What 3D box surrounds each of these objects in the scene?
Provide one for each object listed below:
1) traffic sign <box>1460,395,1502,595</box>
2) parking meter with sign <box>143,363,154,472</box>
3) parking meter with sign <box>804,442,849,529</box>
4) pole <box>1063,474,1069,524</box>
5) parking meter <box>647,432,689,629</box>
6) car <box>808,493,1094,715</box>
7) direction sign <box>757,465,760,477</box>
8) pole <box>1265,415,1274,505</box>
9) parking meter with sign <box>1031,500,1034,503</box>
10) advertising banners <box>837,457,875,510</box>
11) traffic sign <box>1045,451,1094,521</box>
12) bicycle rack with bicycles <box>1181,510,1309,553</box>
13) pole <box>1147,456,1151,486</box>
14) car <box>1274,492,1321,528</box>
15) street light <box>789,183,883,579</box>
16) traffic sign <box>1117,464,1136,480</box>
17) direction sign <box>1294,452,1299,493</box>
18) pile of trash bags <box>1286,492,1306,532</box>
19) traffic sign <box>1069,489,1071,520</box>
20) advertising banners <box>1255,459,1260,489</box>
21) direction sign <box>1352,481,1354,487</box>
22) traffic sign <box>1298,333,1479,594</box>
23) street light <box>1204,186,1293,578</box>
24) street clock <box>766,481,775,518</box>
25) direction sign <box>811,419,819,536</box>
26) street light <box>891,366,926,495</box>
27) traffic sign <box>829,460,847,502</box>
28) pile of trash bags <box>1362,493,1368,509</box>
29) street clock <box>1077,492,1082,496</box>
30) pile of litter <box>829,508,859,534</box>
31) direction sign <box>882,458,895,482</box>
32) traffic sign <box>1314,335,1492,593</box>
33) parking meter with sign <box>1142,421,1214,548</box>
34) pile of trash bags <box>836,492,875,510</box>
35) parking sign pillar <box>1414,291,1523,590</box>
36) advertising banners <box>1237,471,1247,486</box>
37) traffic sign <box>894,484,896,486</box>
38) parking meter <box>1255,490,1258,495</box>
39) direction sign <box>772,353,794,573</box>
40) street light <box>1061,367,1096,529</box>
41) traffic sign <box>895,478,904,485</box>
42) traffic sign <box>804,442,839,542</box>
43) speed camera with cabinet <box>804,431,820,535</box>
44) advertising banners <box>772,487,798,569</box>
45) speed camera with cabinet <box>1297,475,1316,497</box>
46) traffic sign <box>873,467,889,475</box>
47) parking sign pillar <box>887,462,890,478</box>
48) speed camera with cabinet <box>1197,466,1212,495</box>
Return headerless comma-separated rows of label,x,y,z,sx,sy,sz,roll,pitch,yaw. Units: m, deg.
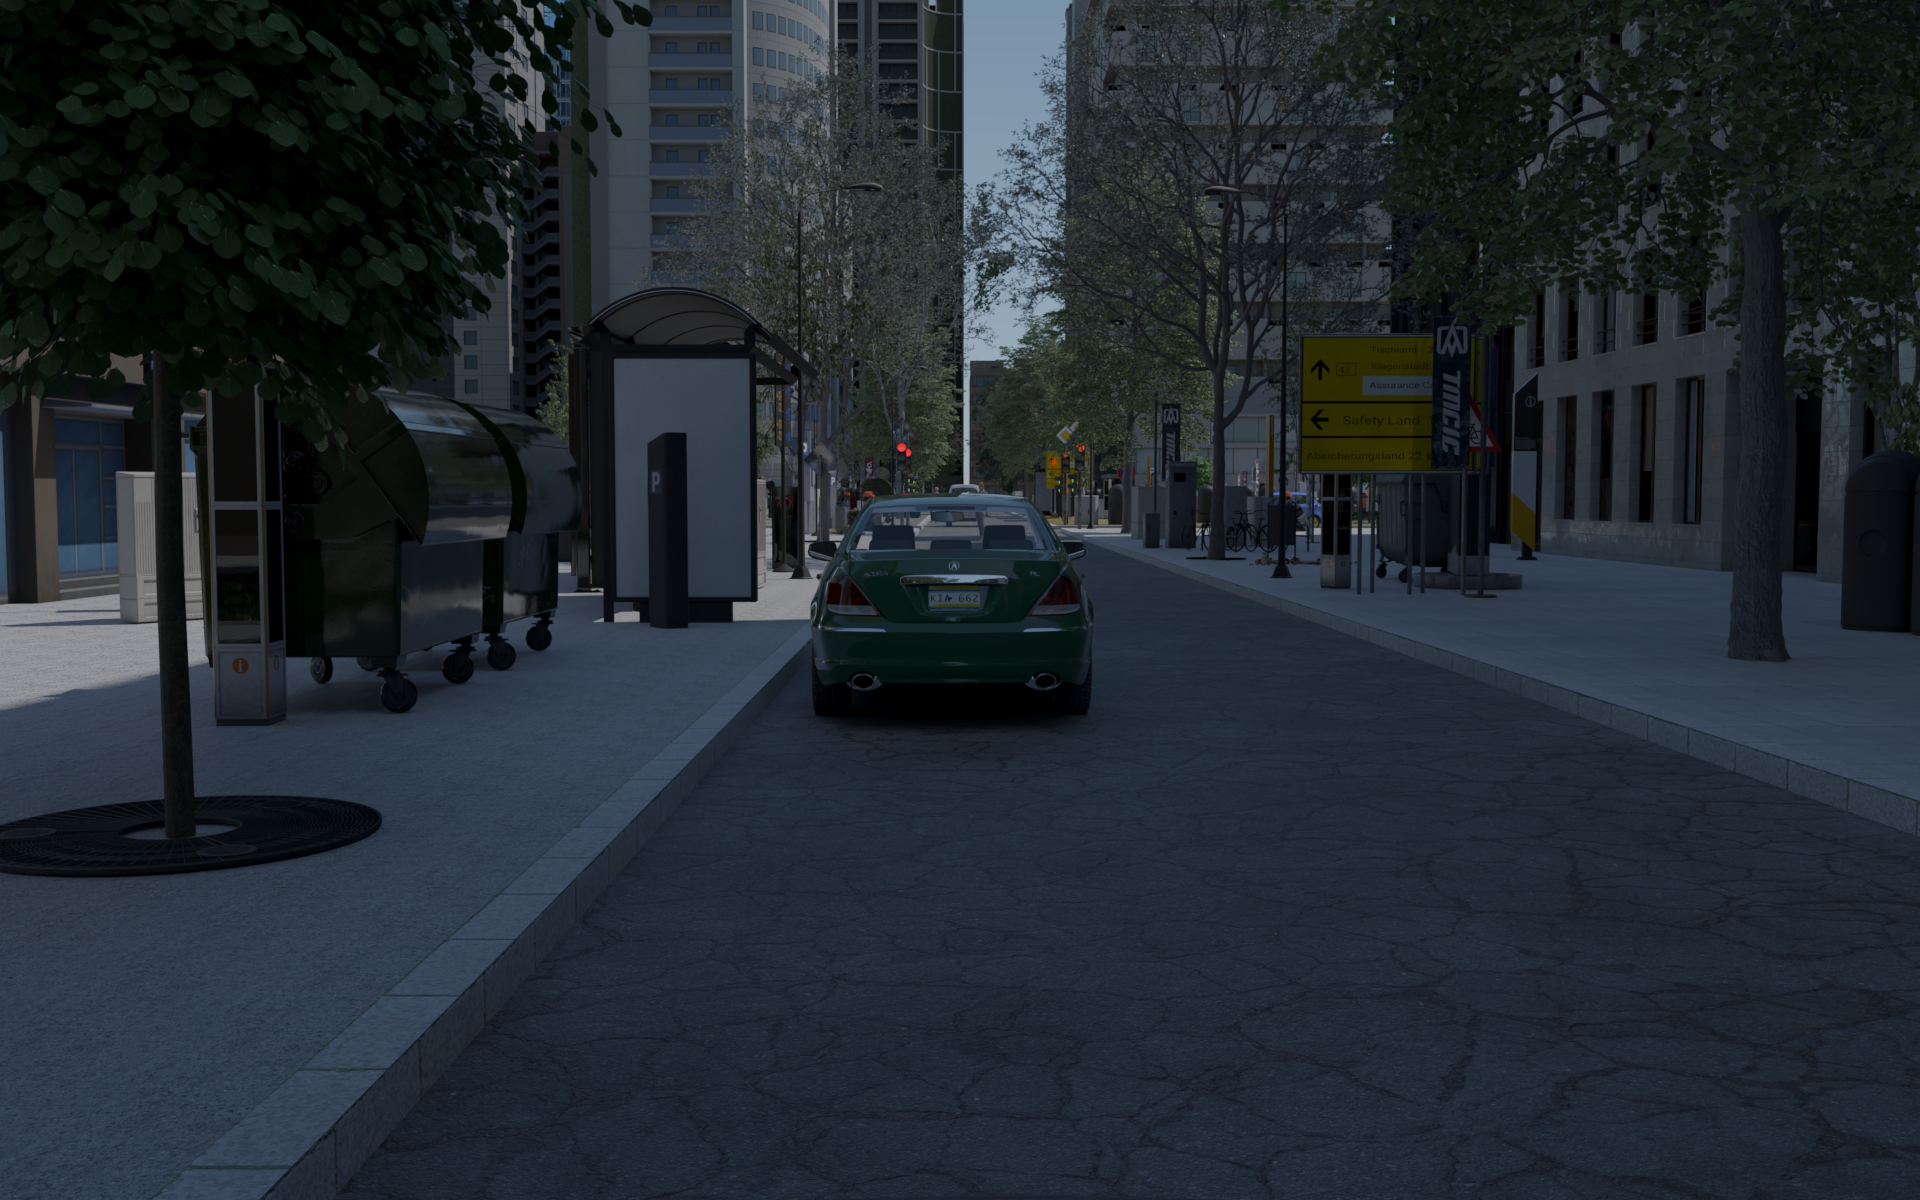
traffic sign,6.380,-1.339,21.893,0.884,2.594,0.081,0,4,2
parking meter with sign,-8.078,-1.410,19.314,1.738,3.016,0.543,-1,4,-13
parking meter with sign,-4.489,-3.735,57.330,1.738,3.016,0.543,2,4,26
pole,4.507,-4.876,73.562,0.158,3.312,0.155,0,3,0
parking meter,-2.805,-0.667,16.620,0.255,1.863,0.399,-3,4,-37
car,-0.085,-0.054,12.679,2.131,1.459,4.920,0,4,-1
direction sign,-13.522,-7.552,115.470,0.379,3.537,0.876,1,4,20
pole,7.990,-3.110,44.695,0.158,3.312,0.155,0,3,0
parking meter with sign,5.287,-7.276,115.230,0.543,3.016,1.738,-3,5,-44
advertising banners,-5.057,-5.300,82.839,2.074,3.025,0.090,1,4,13
traffic sign,5.139,-5.339,81.166,2.265,3.308,0.079,0,4,2
bicycle rack with bicycles,6.567,-1.562,38.915,2.852,0.926,2.925,-1,4,-15
pole,10.143,-6.066,93.029,0.158,3.312,0.155,0,3,0
car,12.592,-3.629,68.926,3.694,1.707,1.945,0,3,0
street light,-1.857,-3.270,26.007,1.470,5.913,1.316,0,4,0
traffic sign,6.858,-4.359,71.375,0.768,2.556,0.104,0,4,3
direction sign,18.066,-6.184,93.113,0.379,3.537,0.876,2,4,25
pile of trash bags,11.275,-3.114,60.660,1.912,1.369,3.447,1,4,15
traffic sign,5.529,-5.323,87.039,0.884,2.594,0.081,0,4,6
advertising banners,15.155,-5.522,86.472,0.090,3.025,2.074,2,4,35
direction sign,30.256,-8.643,133.304,0.379,3.537,0.876,-1,4,-19
traffic sign,5.425,-1.722,22.033,2.265,3.308,0.079,0,4,0
street light,4.379,-3.289,26.324,1.470,5.913,1.316,0,4,0
street clock,-10.125,-5.380,92.533,0.358,2.002,0.471,3,4,37
direction sign,-4.373,-3.717,52.767,0.379,3.537,0.876,0,4,2
street light,-1.917,-5.536,63.053,1.470,5.913,1.316,0,4,0
traffic sign,-4.526,-3.862,63.251,0.768,2.556,0.104,0,4,5
pile of trash bags,22.597,-5.722,103.302,3.447,1.369,1.912,0,4,5
street clock,5.684,-4.738,82.038,0.358,2.002,0.471,0,4,0
pile of litter,-3.640,-2.541,55.514,1.176,0.858,1.719,0,4,-7
direction sign,-4.552,-7.226,110.148,0.876,3.537,0.379,1,4,17
traffic sign,5.668,-1.741,22.343,2.265,3.308,0.079,0,4,3
parking meter with sign,5.230,-2.743,41.116,1.738,3.016,0.543,0,4,-6
pile of trash bags,-5.227,-5.398,98.010,3.447,1.369,1.912,2,4,31
parking sign pillar,6.993,-2.157,23.738,1.447,3.967,1.447,1,4,10
advertising banners,21.220,-8.338,132.516,0.090,3.025,2.074,-3,4,-37
traffic sign,-4.672,-8.044,131.631,0.768,2.556,0.104,0,4,3
parking meter,19.314,-6.369,112.552,0.372,1.533,0.369,0,3,0
direction sign,-2.900,-2.226,28.393,0.379,3.537,0.876,1,4,10
street light,4.261,-5.553,63.339,1.470,5.913,1.316,0,4,0
traffic sign,-4.330,-7.554,123.609,0.768,2.556,0.104,0,4,6
traffic sign,-3.092,-2.283,38.516,0.795,2.450,0.064,0,4,5
speed camera with cabinet,-4.851,-3.718,55.121,0.660,3.252,2.038,0,4,5
advertising banners,-3.709,-2.037,29.500,2.074,3.025,0.090,-1,4,-11
speed camera with cabinet,25.925,-8.291,129.886,0.660,3.252,2.038,-1,4,-23
traffic sign,-3.702,-4.969,81.354,0.768,2.556,0.104,0,4,6
parking sign pillar,-5.990,-9.090,137.093,1.447,3.967,1.447,0,4,-7
speed camera with cabinet,17.256,-7.932,124.021,2.038,3.252,0.660,3,4,37
